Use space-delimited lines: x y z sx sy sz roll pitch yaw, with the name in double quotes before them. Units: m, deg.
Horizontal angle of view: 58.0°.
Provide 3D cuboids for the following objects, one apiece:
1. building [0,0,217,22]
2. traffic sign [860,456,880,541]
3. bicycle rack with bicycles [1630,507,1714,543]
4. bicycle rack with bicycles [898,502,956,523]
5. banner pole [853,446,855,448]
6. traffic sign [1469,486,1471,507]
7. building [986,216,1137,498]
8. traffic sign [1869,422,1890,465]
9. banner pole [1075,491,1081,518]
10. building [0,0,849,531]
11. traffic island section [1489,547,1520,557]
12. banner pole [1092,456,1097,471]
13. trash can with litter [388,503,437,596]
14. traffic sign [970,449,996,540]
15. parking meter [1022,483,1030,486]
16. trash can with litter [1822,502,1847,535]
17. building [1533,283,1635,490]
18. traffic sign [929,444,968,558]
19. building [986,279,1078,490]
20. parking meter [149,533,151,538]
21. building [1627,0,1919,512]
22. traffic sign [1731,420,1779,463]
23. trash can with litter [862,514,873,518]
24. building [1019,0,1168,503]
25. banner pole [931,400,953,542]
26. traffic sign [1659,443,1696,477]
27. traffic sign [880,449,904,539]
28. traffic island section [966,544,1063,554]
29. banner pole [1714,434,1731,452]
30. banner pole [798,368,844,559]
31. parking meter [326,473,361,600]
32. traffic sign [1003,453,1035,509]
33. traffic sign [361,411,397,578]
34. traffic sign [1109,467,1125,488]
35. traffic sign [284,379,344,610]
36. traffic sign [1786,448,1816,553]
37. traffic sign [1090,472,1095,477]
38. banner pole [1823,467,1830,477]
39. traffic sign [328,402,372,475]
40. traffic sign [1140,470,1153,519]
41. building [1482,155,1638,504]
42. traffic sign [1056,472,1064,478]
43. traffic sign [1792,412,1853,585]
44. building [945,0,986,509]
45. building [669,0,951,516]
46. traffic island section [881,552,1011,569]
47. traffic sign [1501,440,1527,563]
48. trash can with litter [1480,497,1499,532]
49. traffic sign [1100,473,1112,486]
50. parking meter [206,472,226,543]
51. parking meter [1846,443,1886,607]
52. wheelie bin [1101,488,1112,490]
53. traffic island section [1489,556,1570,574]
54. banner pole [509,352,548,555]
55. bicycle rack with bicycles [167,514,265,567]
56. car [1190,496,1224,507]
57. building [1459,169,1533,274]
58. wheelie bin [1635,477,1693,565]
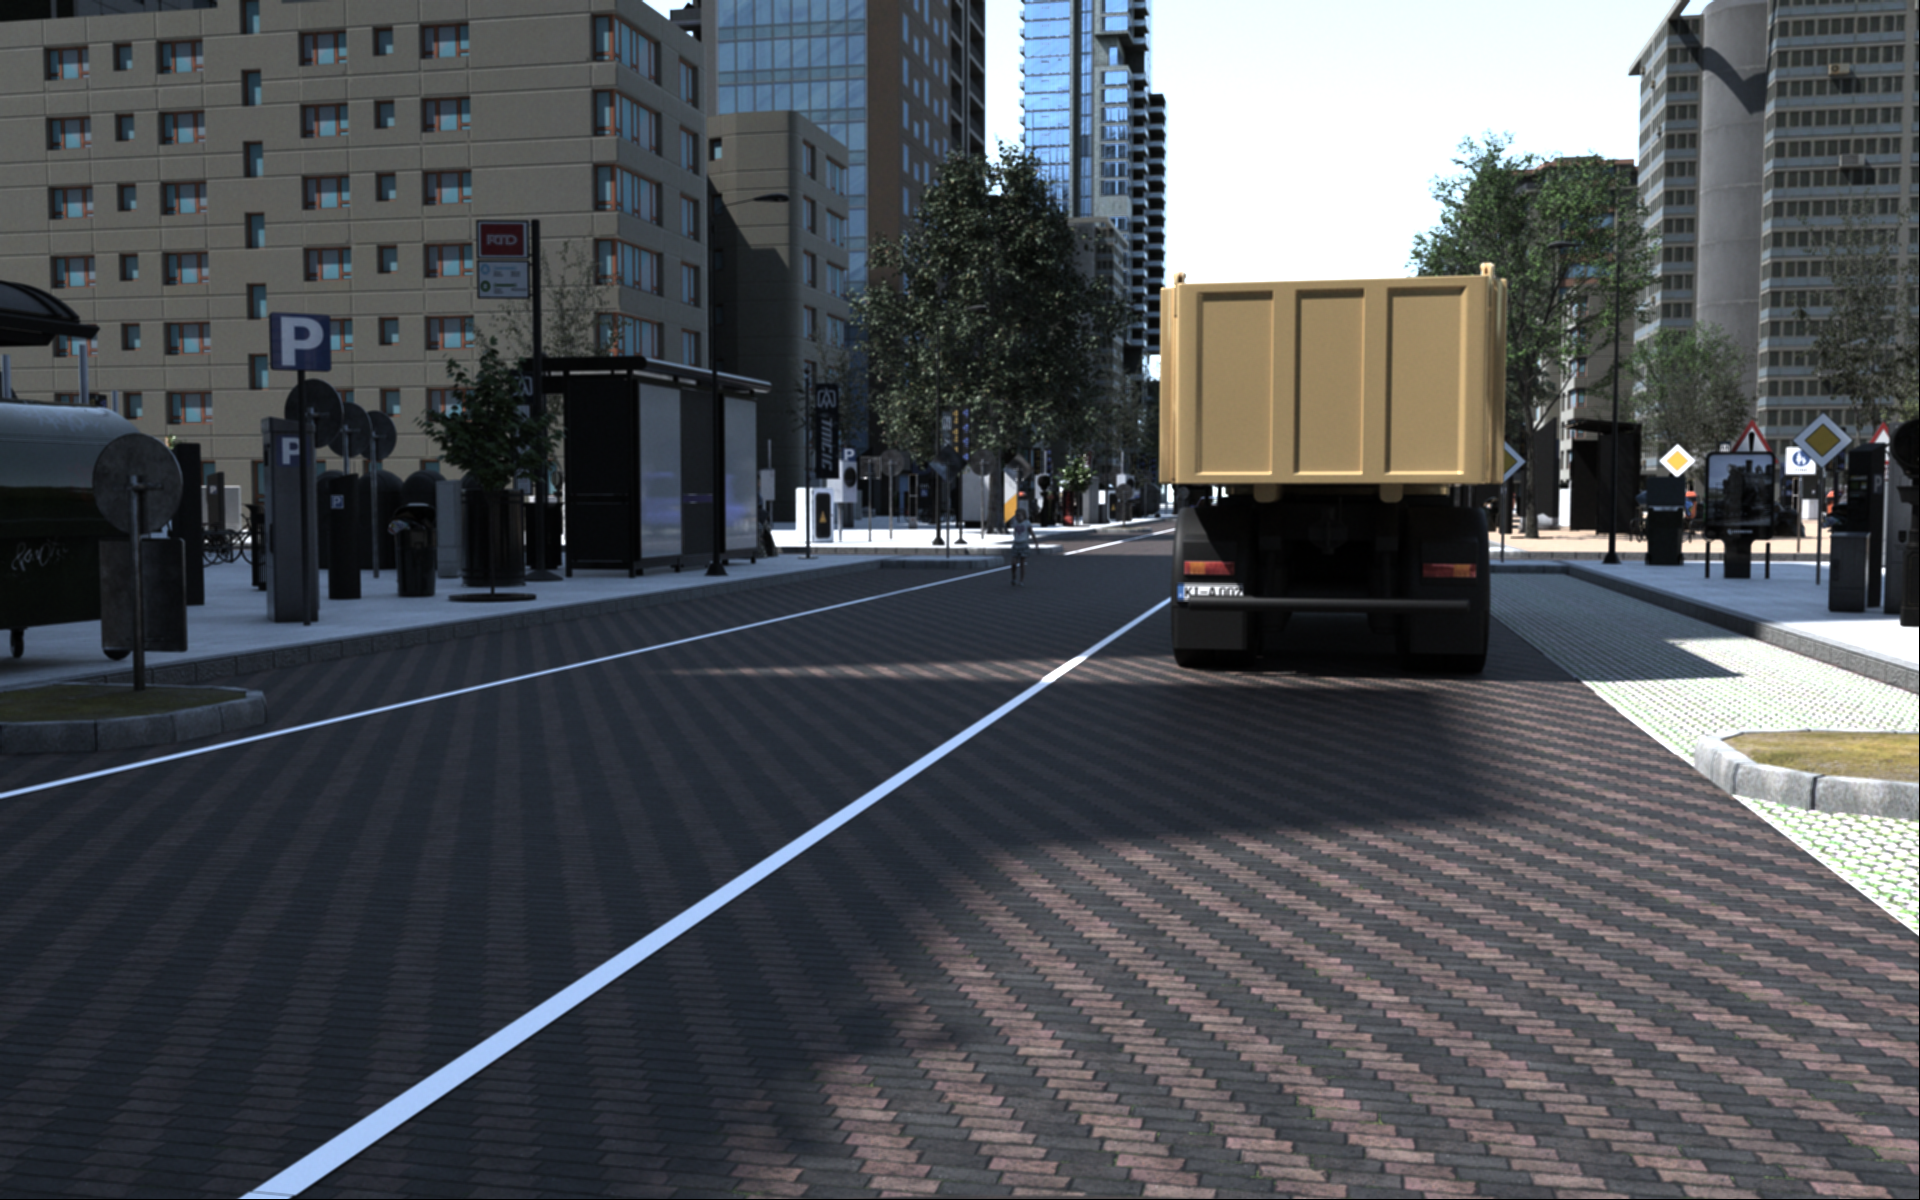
"building" -47.428 -39.082 77.238 20.611 71.187 20.563 1 4 12
"traffic sign" -2.440 -2.740 46.921 0.606 2.300 0.079 1 4 21
"bicycle rack with bicycles" 19.147 -2.030 46.567 2.925 0.926 2.852 -2 4 -33
"bicycle rack with bicycles" -1.324 -3.946 77.900 2.925 0.926 2.852 -3 5 -40
"banner pole" -5.141 -5.449 79.111 0.863 3.779 0.401 1 4 22
"traffic sign" 11.835 -2.237 40.223 0.795 2.450 0.064 1 4 12
"building" 8.657 -32.867 229.260 32.217 40.220 23.993 1 4 12
"traffic sign" 16.686 -1.919 31.383 0.884 2.594 0.081 1 4 17
"banner pole" 6.588 -6.421 95.000 0.401 3.779 0.863 2 4 33
"building" -22.089 -14.110 75.744 27.650 21.520 28.899 1 4 12
"traffic island section" 11.859 -1.102 40.295 2.009 0.180 2.903 1 4 12
"banner pole" 8.881 -7.600 114.269 0.401 3.779 0.863 -1 4 -19
"trash can with litter" -6.972 -0.645 21.925 0.624 1.170 1.055 -2 4 -25
"traffic sign" 0.633 -2.970 48.660 0.768 2.556 0.104 1 4 14
"parking meter" 3.527 -5.342 93.050 0.399 1.863 0.255 -2 4 -32
"trash can with litter" 12.957 -0.842 25.149 0.624 1.170 1.055 3 5 42
"building" 67.152 -18.890 153.897 27.650 21.520 28.899 1 4 12
"traffic sign" -0.239 -1.896 34.648 0.795 2.450 0.064 1 4 12
"building" -4.652 -19.050 156.499 27.650 21.520 28.899 1 4 12
"parking meter" -10.856 -1.052 22.909 0.255 1.863 0.399 -2 4 -26
"building" 63.617 -26.618 127.089 32.217 40.220 23.993 1 4 12
"traffic sign" 13.852 -1.858 30.374 0.884 2.594 0.081 1 4 18
"trash can with litter" -5.581 -5.126 94.873 1.678 1.210 2.233 0 4 -1
"building" 19.965 -57.543 253.503 22.319 86.520 31.000 1 4 12
"banner pole" -0.443 -3.428 46.062 0.401 3.779 0.863 3 4 37
"traffic sign" 16.353 -2.346 39.539 0.795 2.450 0.064 1 4 17
"traffic sign" -1.954 -2.985 48.907 0.768 2.556 0.104 1 4 19
"traffic island section" 1.404 -1.238 42.524 2.009 0.180 2.903 1 4 12
"banner pole" 31.766 -5.037 72.364 0.401 3.779 0.863 -3 5 -41
"banner pole" -2.800 -2.717 34.440 0.863 3.779 0.401 0 4 2
"parking meter" -7.543 -0.782 21.196 0.372 1.533 0.369 0 3 0
"traffic sign" 1.429 -2.374 42.457 0.795 2.450 0.064 1 4 12
"traffic sign" -8.942 -1.611 26.450 0.768 2.556 0.104 1 4 18
"traffic sign" 7.361 -4.961 81.223 0.768 2.556 0.104 1 4 15
"traffic sign" -7.153 -1.165 19.154 0.768 2.556 0.104 1 4 17
"traffic sign" 18.387 -2.189 37.917 0.606 2.300 0.079 1 4 20
"traffic sign" 7.394 -6.079 99.503 0.768 2.556 0.104 1 4 17
"banner pole" 38.235 -5.287 76.466 0.863 3.779 0.401 -3 4 -38
"traffic sign" -8.479 -1.459 23.964 0.768 2.556 0.104 1 4 16
"traffic sign" 9.719 -5.546 90.775 0.768 2.556 0.104 1 4 21
"building" 80.439 -35.088 228.316 22.147 44.769 28.867 1 4 12
"traffic sign" 4.571 -4.637 76.994 0.795 2.450 0.064 1 4 14
"traffic sign" 12.159 -1.425 24.477 0.795 2.450 0.064 1 4 13
"building" -6.782 -42.319 130.165 20.563 71.187 20.611 1 4 12
"building" -8.810 -28.031 108.422 14.600 45.320 14.200 1 4 12
"traffic island section" -0.264 -0.760 34.714 2.009 0.180 2.903 1 4 12
"traffic sign" 10.167 -1.760 32.413 0.795 2.450 0.064 1 4 12
"trash can with litter" 17.818 -2.911 58.987 0.624 1.170 1.055 -2 4 -34
"traffic sign" 8.811 -6.380 104.420 0.768 2.556 0.104 1 4 14
"parking meter" -19.719 -2.458 45.892 0.399 1.863 0.255 1 4 8
"parking meter" 10.288 -0.855 19.695 0.399 1.863 0.255 -3 4 -36
"wheelie bin" 7.970 -5.310 94.724 0.980 1.594 0.693 -1 4 -13
"traffic island section" 10.192 -0.624 32.485 2.009 0.180 2.903 1 4 12
"banner pole" -7.568 -2.485 30.648 0.863 3.779 0.401 0 4 -1
"bicycle rack with bicycles" -13.514 -1.075 30.957 2.852 0.926 2.925 2 4 35
"car" 10.411 -3.565 70.861 1.945 1.354 3.894 1 4 10
"building" 84.522 -38.499 253.160 21.300 48.544 21.600 1 4 12
"wheelie bin" 12.736 -1.434 31.347 0.980 1.594 0.693 1 4 22
